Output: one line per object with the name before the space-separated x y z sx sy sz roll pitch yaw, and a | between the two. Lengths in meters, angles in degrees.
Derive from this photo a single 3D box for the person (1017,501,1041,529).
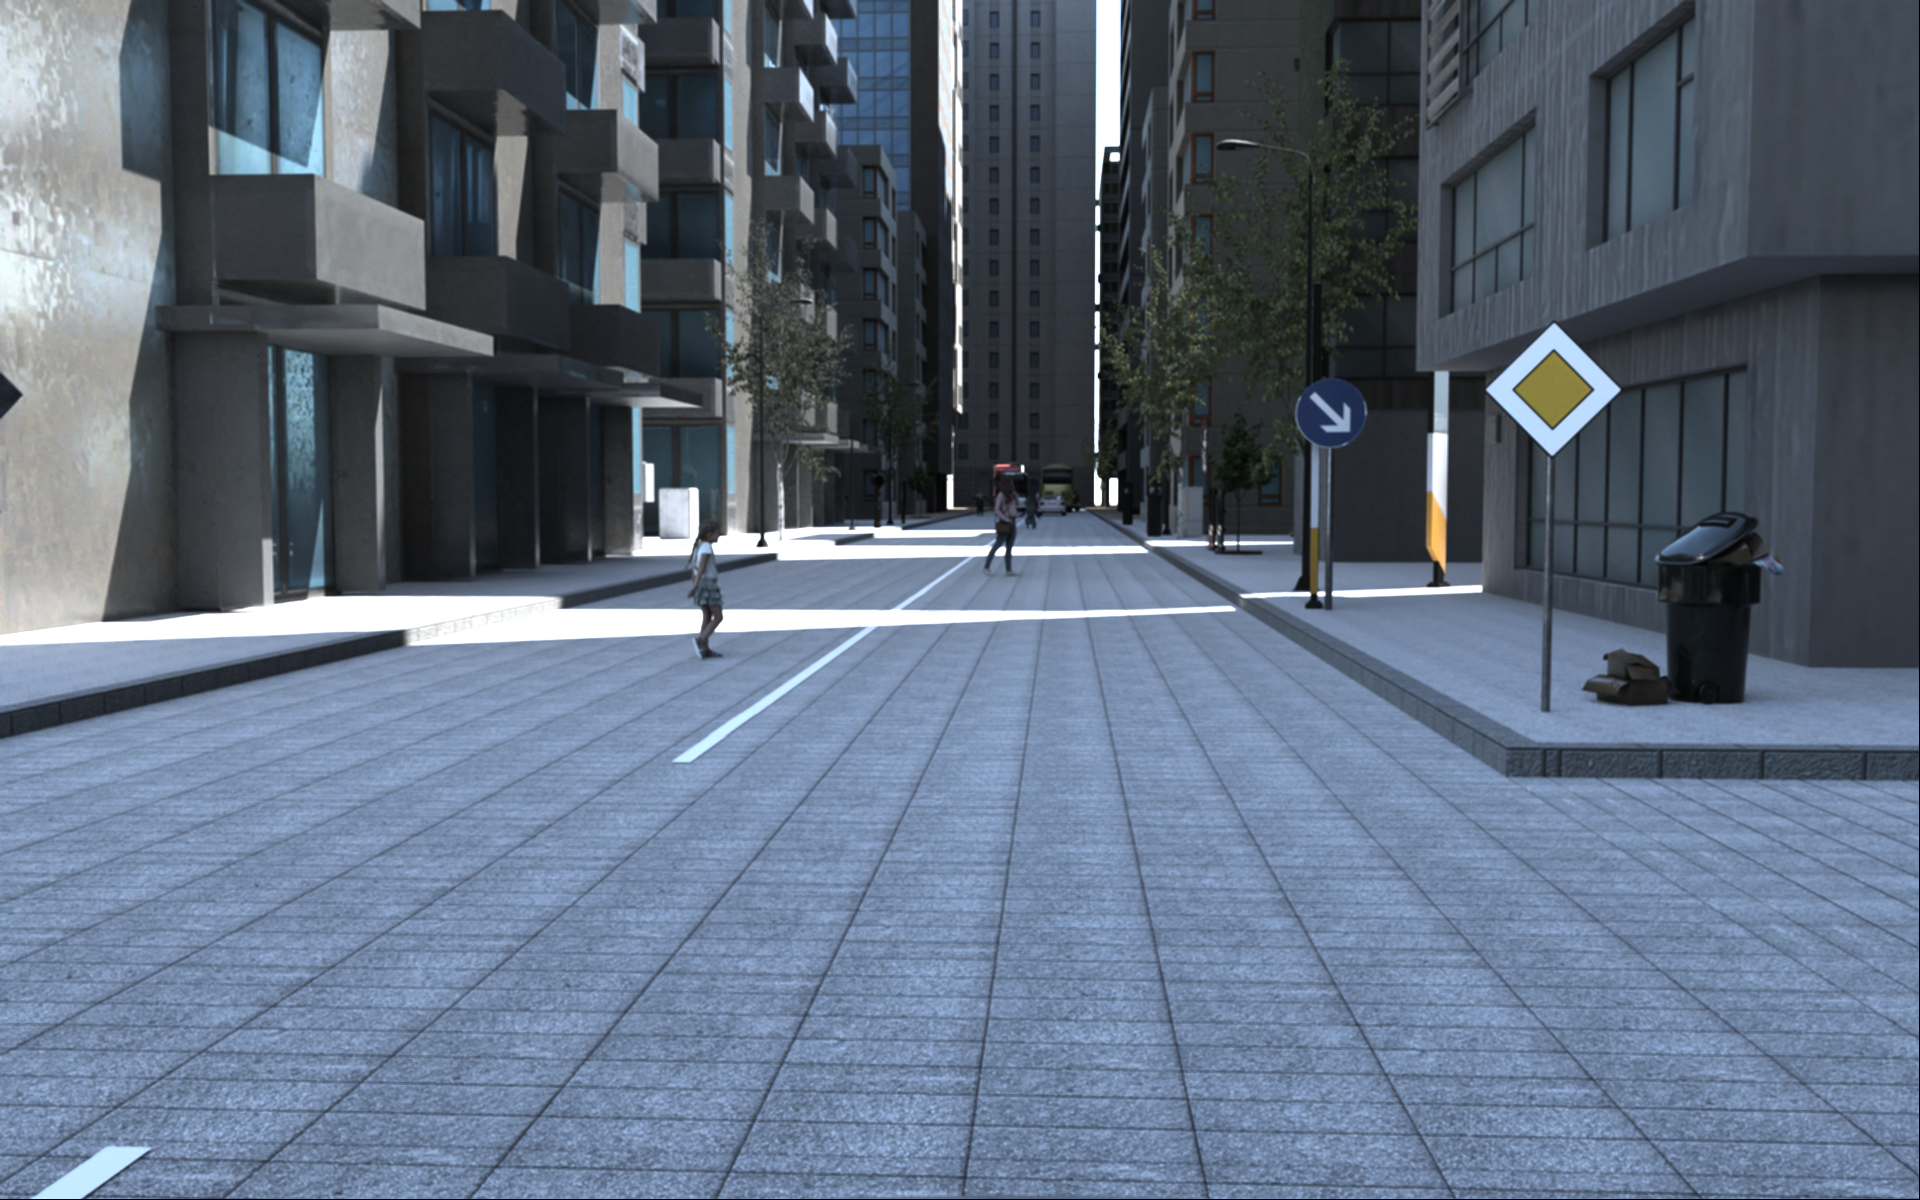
person | 2.831 -3.509 71.376 1.012 1.151 0.738 0 4 4

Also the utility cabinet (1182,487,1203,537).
utility cabinet | 6.851 -2.618 51.487 0.318 1.500 1.173 2 4 30

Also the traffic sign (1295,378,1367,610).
traffic sign | 4.087 -1.164 19.130 0.768 2.556 0.104 1 4 13

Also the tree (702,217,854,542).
tree | -4.786 -5.856 46.103 4.360 8.622 3.978 0 3 0

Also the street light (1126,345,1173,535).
street light | 5.945 -4.989 54.114 1.470 5.913 1.316 0 4 3

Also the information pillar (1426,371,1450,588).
information pillar | 6.543 -1.979 23.706 0.183 3.616 0.504 3 5 40

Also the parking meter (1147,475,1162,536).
parking meter | 5.918 -2.870 52.637 0.399 1.863 0.255 3 5 43

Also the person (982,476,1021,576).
person | 0.729 -1.301 30.357 0.643 1.750 0.593 2 4 26

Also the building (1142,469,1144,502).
building | 20.916 -40.158 94.830 20.563 71.187 20.611 0 4 3

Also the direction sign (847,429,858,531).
direction sign | -3.787 -4.207 60.778 0.379 3.537 0.876 0 4 -5

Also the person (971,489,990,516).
person | 1.328 -6.347 113.010 1.217 1.736 0.721 -1 4 -10

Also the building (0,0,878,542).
building | -15.834 -27.193 64.221 23.786 49.044 30.456 0 4 3

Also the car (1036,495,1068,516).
car | 6.135 -6.300 115.367 2.083 1.381 4.827 0 4 3

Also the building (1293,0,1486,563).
building | 14.323 -16.295 38.117 14.160 30.474 14.107 0 4 3

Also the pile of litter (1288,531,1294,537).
pile of litter | 10.311 -2.295 51.492 1.176 0.858 1.719 2 4 33

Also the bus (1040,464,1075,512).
bus | 7.848 -9.047 139.461 2.896 3.916 12.252 0 4 3

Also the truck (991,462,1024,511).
truck | 4.341 -10.126 154.471 2.839 4.237 11.283 0 4 3

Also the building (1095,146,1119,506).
building | 26.477 -30.076 183.623 23.993 40.220 32.217 0 4 3

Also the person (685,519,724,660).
person | -2.279 -0.100 15.151 0.382 1.210 0.505 -2 4 -29

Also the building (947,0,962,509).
building | -13.512 -34.103 146.828 27.495 52.752 28.713 0 4 3

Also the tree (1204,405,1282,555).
tree | 5.860 -2.593 37.000 1.663 3.219 1.824 0 3 0

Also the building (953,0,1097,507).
building | -0.096 -39.011 179.828 28.212 58.520 21.231 0 4 3

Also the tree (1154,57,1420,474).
tree | 5.669 -4.811 29.024 4.737 8.622 4.395 0 3 0

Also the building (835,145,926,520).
building | -16.880 -15.666 101.182 27.650 21.520 28.899 0 4 3

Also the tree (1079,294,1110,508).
tree | 6.036 -6.045 49.205 4.737 8.622 4.395 0 3 0

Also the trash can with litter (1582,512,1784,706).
trash can with litter | 4.432 0.046 10.640 1.055 1.170 0.624 -1 4 -18

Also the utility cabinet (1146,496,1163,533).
utility cabinet | 6.372 -2.792 56.817 0.306 1.237 1.020 -1 4 -9

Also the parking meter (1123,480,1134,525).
parking meter | 7.027 -4.080 72.417 0.399 1.863 0.255 2 4 32

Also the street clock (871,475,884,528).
street clock | -3.115 -3.713 65.269 0.471 2.002 0.358 -3 4 -37

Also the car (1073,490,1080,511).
car | 9.256 -8.596 149.223 2.281 1.827 5.304 0 4 2

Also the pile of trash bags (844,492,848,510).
pile of trash bags | -7.169 -4.596 84.897 3.447 1.369 1.912 1 4 11

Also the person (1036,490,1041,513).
person | 5.551 -6.877 121.875 0.436 1.711 0.756 0 4 2

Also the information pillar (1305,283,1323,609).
information pillar | 4.011 -1.722 19.504 0.183 3.616 0.504 1 4 13

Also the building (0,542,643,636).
building | -17.528 -24.848 25.871 23.786 49.044 30.456 0 4 3

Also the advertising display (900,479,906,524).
advertising display | -2.463 -4.269 75.017 0.123 1.923 0.974 -1 4 -8

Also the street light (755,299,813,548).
street light | -4.201 -4.209 41.355 1.470 5.913 1.316 0 4 3

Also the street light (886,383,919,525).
street light | -2.391 -6.117 72.558 1.470 5.913 1.316 0 4 3

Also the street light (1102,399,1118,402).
street light | 7.631 -6.874 84.924 1.470 5.913 1.316 0 4 3

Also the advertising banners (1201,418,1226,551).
advertising banners | 5.728 -2.635 39.269 0.090 3.025 2.074 0 4 -6

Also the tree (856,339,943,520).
tree | -3.092 -8.121 83.148 4.737 8.622 4.395 0 3 0

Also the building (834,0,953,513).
building | -7.883 -28.840 121.640 14.600 45.320 14.200 0 4 3

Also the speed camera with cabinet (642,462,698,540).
speed camera with cabinet | -8.486 -3.357 49.228 2.038 3.252 0.660 1 4 16

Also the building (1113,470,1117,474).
building | 24.895 -32.005 142.896 23.786 49.044 30.456 0 4 3

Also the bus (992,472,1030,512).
bus | 4.292 -8.913 140.582 2.948 3.499 13.247 0 4 3

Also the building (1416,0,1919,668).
building | 12.425 -20.230 14.358 14.086 41.232 14.154 0 4 3

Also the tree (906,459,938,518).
tree | -2.251 -6.082 94.048 1.663 3.219 1.824 0 3 0

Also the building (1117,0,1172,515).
building | 21.779 -30.174 117.050 21.300 48.544 21.600 0 4 3

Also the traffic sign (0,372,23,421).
traffic sign | -6.178 -0.433 10.726 0.795 2.450 0.064 0 4 3

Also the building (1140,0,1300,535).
building | 21.621 -13.604 67.463 27.650 21.520 28.899 0 4 3

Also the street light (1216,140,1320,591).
street light | 4.062 -3.079 22.878 1.470 5.913 1.316 0 4 3

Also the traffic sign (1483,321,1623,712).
traffic sign | 3.449 -0.398 10.146 0.795 2.450 0.064 0 4 3
